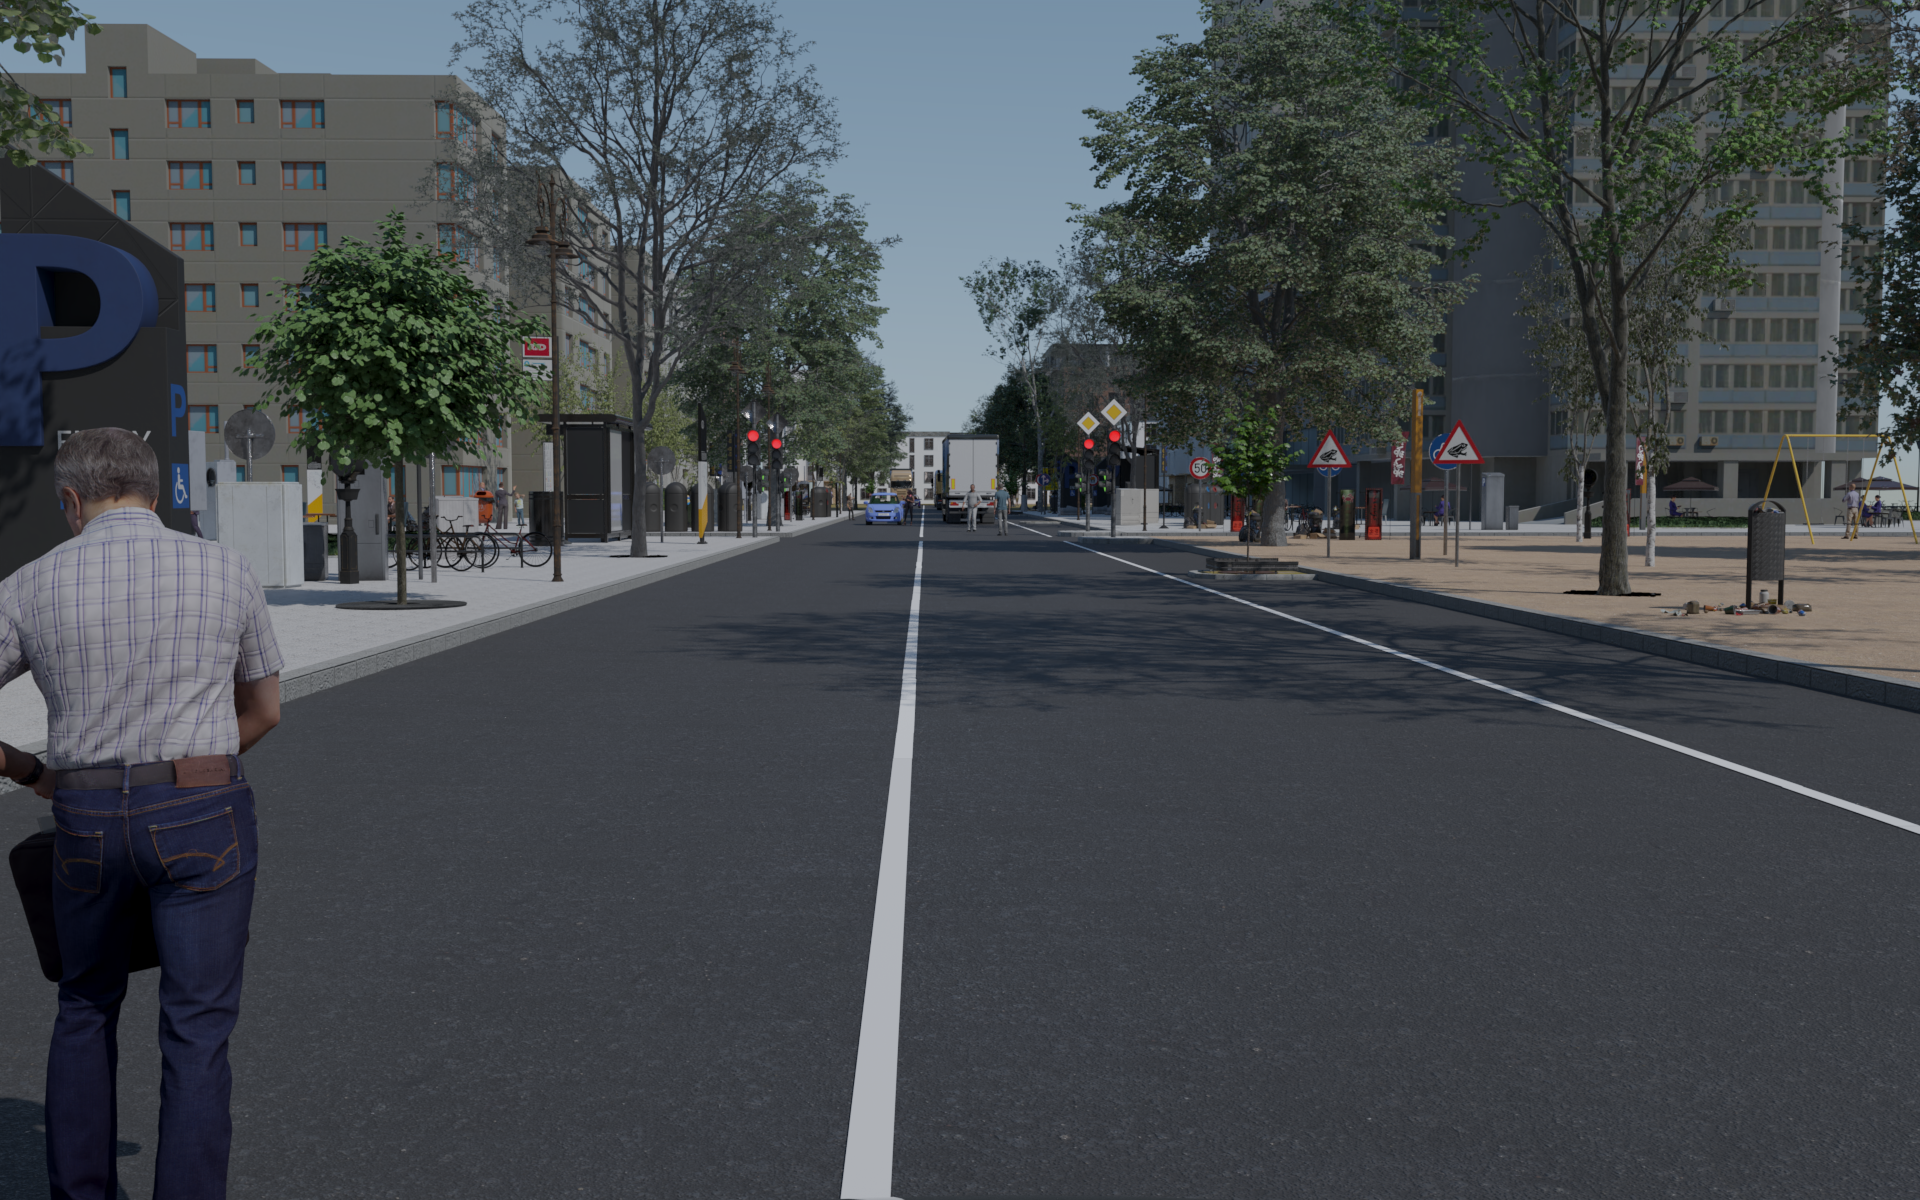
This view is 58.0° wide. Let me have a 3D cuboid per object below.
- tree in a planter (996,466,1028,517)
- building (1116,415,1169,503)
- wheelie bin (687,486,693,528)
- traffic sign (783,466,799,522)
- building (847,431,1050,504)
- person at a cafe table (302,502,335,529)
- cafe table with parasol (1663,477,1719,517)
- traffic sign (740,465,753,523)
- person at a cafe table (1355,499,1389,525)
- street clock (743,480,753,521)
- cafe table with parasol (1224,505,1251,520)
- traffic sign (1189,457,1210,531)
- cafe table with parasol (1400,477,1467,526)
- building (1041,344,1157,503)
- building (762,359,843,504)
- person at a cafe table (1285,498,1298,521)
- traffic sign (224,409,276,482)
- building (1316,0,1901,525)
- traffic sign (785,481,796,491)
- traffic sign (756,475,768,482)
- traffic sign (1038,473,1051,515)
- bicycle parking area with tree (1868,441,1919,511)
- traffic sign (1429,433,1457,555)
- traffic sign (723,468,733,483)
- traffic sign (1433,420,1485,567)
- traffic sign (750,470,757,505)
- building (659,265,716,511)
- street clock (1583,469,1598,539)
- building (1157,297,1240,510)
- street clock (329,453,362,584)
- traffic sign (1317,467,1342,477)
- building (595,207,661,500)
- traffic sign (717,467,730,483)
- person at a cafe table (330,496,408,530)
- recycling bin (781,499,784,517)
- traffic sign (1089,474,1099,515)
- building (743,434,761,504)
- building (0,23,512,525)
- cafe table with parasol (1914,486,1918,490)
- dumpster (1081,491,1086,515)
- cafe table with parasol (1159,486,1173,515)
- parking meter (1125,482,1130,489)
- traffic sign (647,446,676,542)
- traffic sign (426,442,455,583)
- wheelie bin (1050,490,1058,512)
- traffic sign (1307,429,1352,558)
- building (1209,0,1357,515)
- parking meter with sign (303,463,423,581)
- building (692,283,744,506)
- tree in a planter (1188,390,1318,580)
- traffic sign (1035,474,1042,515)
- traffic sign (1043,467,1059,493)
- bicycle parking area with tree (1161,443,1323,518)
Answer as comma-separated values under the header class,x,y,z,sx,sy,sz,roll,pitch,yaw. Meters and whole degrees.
class,x,y,z,sx,sy,sz,roll,pitch,yaw
tree in a planter,3.320,-6.990,111.510,1.991,3.239,1.994,0,4,-1
building,22.555,-14.754,183.372,9.099,9.664,28.070,0,4,-1
wheelie bin,-10.182,-3.551,65.971,0.693,1.594,0.980,0,4,-1
traffic sign,-7.726,-4.832,79.110,0.768,2.556,0.104,0,4,2
building,-1.542,-17.992,236.319,28.070,9.664,9.099,0,4,-1
person at a cafe table,-18.795,-2.487,49.185,1.622,1.524,1.698,-2,4,-33
cafe table with parasol,29.223,-3.938,69.257,2.610,1.966,2.610,0,4,-6
traffic sign,-9.403,-4.663,76.350,0.768,2.556,0.104,0,4,4
person at a cafe table,17.045,-3.770,72.499,1.726,1.238,1.698,3,5,39
street clock,-10.028,-4.753,82.285,0.471,2.002,0.358,1,4,16
cafe table with parasol,14.088,-4.975,86.212,2.610,1.966,2.610,-2,4,-30
traffic sign,8.237,-3.627,59.413,0.768,2.556,0.104,0,4,4
cafe table with parasol,18.962,-3.951,69.457,2.610,1.966,2.610,3,5,39
building,28.612,-24.606,246.283,32.646,21.610,27.936,0,4,-1
building,-21.346,-23.441,239.682,11.380,20.091,16.016,0,4,-1
person at a cafe table,15.113,-4.300,81.164,1.698,1.238,1.726,1,4,18
traffic sign,-10.612,-1.577,25.890,0.768,2.556,0.104,0,3,0
building,31.973,-24.201,87.563,23.993,40.220,32.217,0,4,-1
traffic sign,-11.221,-6.988,114.361,0.768,2.556,0.104,0,4,6
traffic sign,-11.447,-6.124,100.241,0.768,2.556,0.104,0,4,2
traffic sign,5.234,-6.559,107.339,0.768,2.556,0.104,0,4,2
bicycle parking area with tree,51.115,-6.614,95.148,9.016,4.147,8.231,0,4,7
traffic sign,10.193,-2.214,36.307,0.768,2.556,0.104,0,4,2
traffic sign,-11.619,-5.269,86.258,0.768,2.556,0.104,0,4,1
traffic sign,8.738,-1.859,30.395,0.884,2.594,0.081,0,4,8
traffic sign,-10.059,-5.079,83.142,0.768,2.556,0.104,0,4,2
building,-31.392,-17.313,149.529,16.747,18.905,31.486,0,4,-1
street clock,17.999,-2.755,49.619,0.471,2.002,0.358,2,4,28
building,26.863,-18.778,163.447,16.016,20.091,11.380,0,4,-1
street clock,-8.718,-1.230,24.677,0.471,2.002,0.358,1,4,23
traffic sign,10.940,-3.134,51.340,0.768,2.556,0.104,1,4,8
building,-35.908,-16.503,114.864,27.650,21.520,28.899,0,4,-1
traffic sign,-11.466,-5.111,83.294,0.795,2.593,0.064,0,4,3
person at a cafe table,-15.467,-2.150,46.019,1.698,1.238,1.726,2,4,32
recycling bin,-10.070,-5.180,97.245,0.722,1.027,0.722,1,4,11
traffic sign,8.314,-6.627,108.460,0.768,2.556,0.104,0,4,1
building,-41.433,-17.946,235.569,28.070,9.664,9.099,0,4,-1
building,-34.856,-14.732,85.907,27.650,21.520,28.899,0,4,-1
cafe table with parasol,35.081,-3.745,66.101,2.610,1.966,2.610,-2,4,-34
dumpster,7.169,-6.471,108.293,1.502,2.255,1.985,0,4,-1
cafe table with parasol,11.177,-5.917,101.612,2.610,1.966,2.610,0,4,5
parking meter,8.029,-4.686,82.330,0.255,1.863,0.399,-1,4,-16
traffic sign,-7.917,-2.804,45.947,0.768,2.556,0.104,0,4,3
traffic sign,-7.612,-1.522,24.993,0.768,2.556,0.104,1,4,8
wheelie bin,6.989,-7.162,125.012,0.693,1.594,0.980,3,4,36
traffic sign,7.422,-2.130,34.825,0.884,2.594,0.081,1,4,8
building,32.869,-32.484,120.356,28.713,52.752,27.495,0,4,-1
parking meter with sign,-8.881,-1.799,25.676,1.738,3.016,0.543,-1,4,-11
building,-40.184,-20.652,181.632,32.646,21.610,27.936,0,4,-1
tree in a planter,4.979,-1.994,29.824,1.991,3.239,1.994,0,4,-1
traffic sign,5.097,-6.614,108.250,0.768,2.556,0.104,0,4,5
traffic sign,7.364,-8.425,131.618,2.265,3.308,0.079,0,4,7
bicycle parking area with tree,15.367,-6.624,95.304,9.016,4.147,8.231,1,4,12
